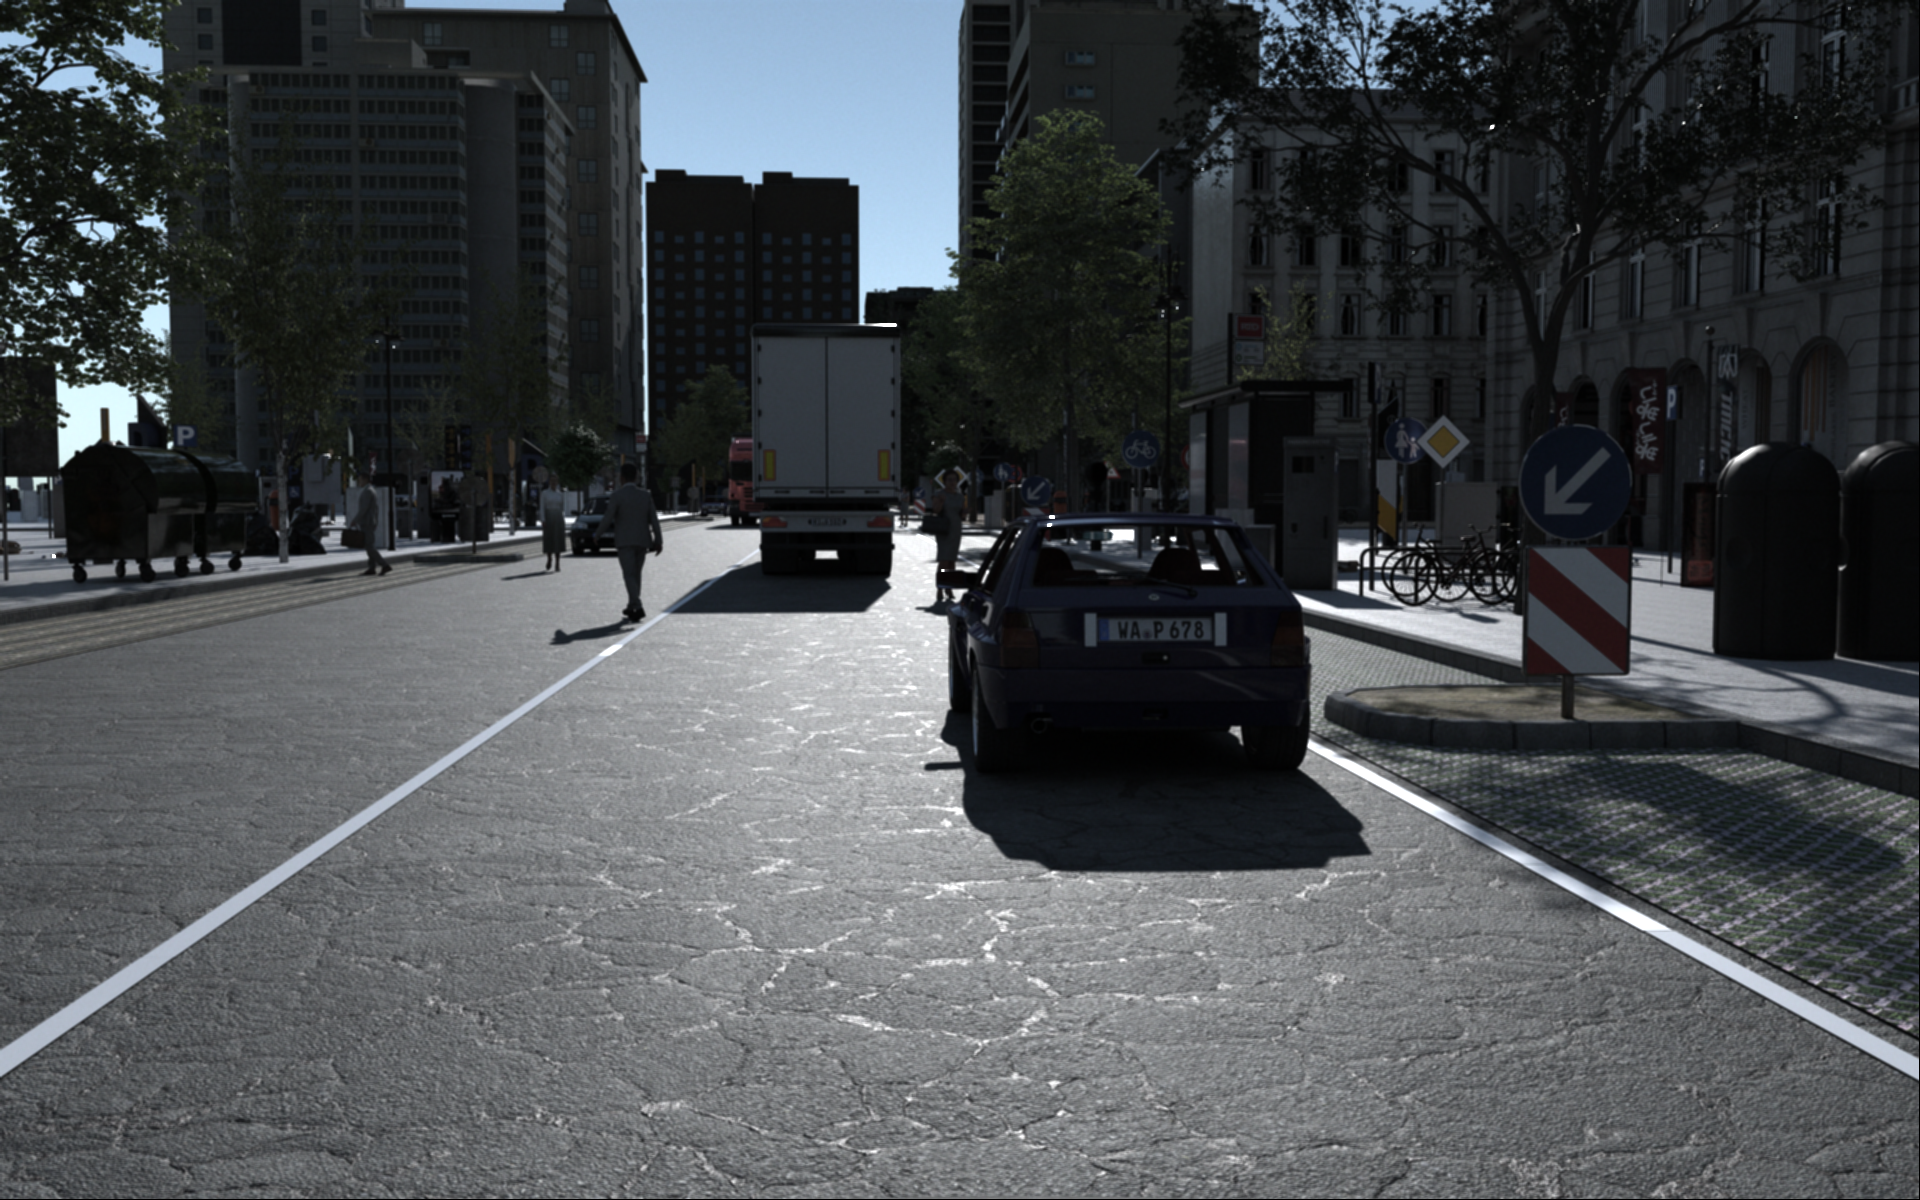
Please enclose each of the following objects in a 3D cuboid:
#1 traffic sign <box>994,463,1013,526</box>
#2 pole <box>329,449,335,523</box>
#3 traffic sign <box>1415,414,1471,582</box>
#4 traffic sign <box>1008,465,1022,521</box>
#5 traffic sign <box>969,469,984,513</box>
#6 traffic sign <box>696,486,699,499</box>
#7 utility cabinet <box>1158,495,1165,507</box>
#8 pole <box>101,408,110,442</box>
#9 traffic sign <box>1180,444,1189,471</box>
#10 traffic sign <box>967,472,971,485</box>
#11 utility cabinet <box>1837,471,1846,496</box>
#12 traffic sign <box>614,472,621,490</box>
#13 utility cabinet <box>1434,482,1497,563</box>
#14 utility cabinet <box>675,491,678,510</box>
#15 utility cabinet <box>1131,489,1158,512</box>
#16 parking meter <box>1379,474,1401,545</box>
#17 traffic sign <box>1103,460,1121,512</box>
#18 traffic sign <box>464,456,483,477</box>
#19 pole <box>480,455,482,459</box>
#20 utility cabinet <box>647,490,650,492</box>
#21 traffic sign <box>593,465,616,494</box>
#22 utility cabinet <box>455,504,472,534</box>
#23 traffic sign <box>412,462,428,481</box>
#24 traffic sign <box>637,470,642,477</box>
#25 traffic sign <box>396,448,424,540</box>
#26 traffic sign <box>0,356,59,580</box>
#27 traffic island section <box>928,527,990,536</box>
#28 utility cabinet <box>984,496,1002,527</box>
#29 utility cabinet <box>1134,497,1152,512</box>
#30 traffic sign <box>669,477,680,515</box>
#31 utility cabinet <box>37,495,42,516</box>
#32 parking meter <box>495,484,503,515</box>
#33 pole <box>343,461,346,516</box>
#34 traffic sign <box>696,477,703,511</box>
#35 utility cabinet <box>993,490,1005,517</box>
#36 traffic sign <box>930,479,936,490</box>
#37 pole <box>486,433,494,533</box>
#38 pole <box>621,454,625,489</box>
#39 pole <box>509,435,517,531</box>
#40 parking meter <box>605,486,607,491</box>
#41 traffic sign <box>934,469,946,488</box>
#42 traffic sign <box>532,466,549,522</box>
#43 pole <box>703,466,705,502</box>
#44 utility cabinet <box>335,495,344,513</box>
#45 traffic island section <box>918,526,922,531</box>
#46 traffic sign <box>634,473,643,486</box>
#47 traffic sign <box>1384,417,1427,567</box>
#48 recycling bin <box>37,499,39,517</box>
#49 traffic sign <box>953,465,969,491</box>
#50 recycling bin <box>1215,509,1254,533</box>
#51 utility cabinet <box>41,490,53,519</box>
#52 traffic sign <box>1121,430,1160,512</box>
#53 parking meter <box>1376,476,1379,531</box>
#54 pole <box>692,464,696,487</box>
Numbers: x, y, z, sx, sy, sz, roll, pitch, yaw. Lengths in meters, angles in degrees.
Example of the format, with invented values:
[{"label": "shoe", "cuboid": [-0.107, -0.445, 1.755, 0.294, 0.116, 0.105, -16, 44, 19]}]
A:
[{"label": "traffic sign", "cuboid": [1.743, -4.279, 70.061, 0.768, 2.556, 0.104, 0, 4, 0]}, {"label": "pole", "cuboid": [-28.308, -5.150, 78.042, 0.158, 3.312, 0.155, 0, 3, 0]}, {"label": "traffic sign", "cuboid": [6.988, -1.464, 25.116, 0.795, 2.450, 0.064, 0, 4, 2]}, {"label": "traffic sign", "cuboid": [2.324, -4.601, 75.332, 0.768, 2.556, 0.104, 0, 4, 1]}, {"label": "traffic sign", "cuboid": [0.837, -5.380, 88.068, 0.768, 2.556, 0.104, 0, 4, 1]}, {"label": "traffic sign", "cuboid": [-21.594, -8.731, 142.852, 0.768, 2.556, 0.104, 0, 4, -2]}, {"label": "utility cabinet", "cuboid": [10.118, -4.740, 88.658, 0.306, 1.237, 1.020, -3, 4, -38]}, {"label": "pole", "cuboid": [-20.277, -2.894, 41.157, 0.158, 3.312, 0.155, 0, 3, 0]}, {"label": "traffic sign", "cuboid": [5.739, -2.572, 42.163, 0.768, 2.556, 0.104, 0, 4, 1]}, {"label": "traffic sign", "cuboid": [0.650, -6.059, 99.175, 0.768, 2.556, 0.104, 0, 4, 5]}, {"label": "utility cabinet", "cuboid": [8.161, -0.513, 17.062, 0.318, 1.500, 1.173, -1, 4, -17]}, {"label": "traffic sign", "cuboid": [-19.990, -6.176, 101.082, 0.768, 2.556, 0.104, 0, 4, 3]}, {"label": "utility cabinet", "cuboid": [9.391, -1.437, 32.180, 1.173, 1.500, 0.318, -1, 4, -22]}, {"label": "utility cabinet", "cuboid": [-21.873, -7.703, 134.627, 0.318, 1.500, 1.173, -2, 4, -31]}, {"label": "utility cabinet", "cuboid": [7.600, -3.831, 71.314, 1.173, 1.500, 0.318, 3, 5, 44]}, {"label": "parking meter", "cuboid": [10.791, -2.299, 43.306, 0.399, 1.863, 0.255, 0, 4, -5]}, {"label": "traffic sign", "cuboid": [5.028, -3.601, 58.875, 0.884, 2.594, 0.081, 0, 4, -1]}, {"label": "traffic sign", "cuboid": [-16.424, -3.574, 58.546, 0.768, 2.556, 0.104, 0, 4, -2]}, {"label": "pole", "cuboid": [-25.124, -5.929, 90.783, 0.158, 3.312, 0.155, 0, 3, 0]}, {"label": "utility cabinet", "cuboid": [-18.148, -5.466, 98.053, 1.173, 1.500, 0.318, 0, 4, 6]}, {"label": "traffic sign", "cuboid": [-12.216, -3.420, 59.561, 0.795, 2.450, 0.064, 0, 4, -4]}, {"label": "utility cabinet", "cuboid": [-15.941, -2.757, 56.238, 1.020, 1.237, 0.306, 0, 4, -2]}, {"label": "traffic sign", "cuboid": [-17.285, -3.252, 55.301, 0.606, 2.300, 0.079, 0, 4, -2]}, {"label": "traffic sign", "cuboid": [-17.016, -5.529, 90.497, 0.768, 2.556, 0.104, 0, 4, 2]}, {"label": "traffic sign", "cuboid": [-15.171, -2.917, 47.804, 0.768, 2.556, 0.104, 0, 4, 1]}, {"label": "traffic sign", "cuboid": [-14.485, -1.942, 25.624, 2.265, 3.308, 0.079, 0, 4, 0]}, {"label": "traffic island section", "cuboid": [-0.075, -2.334, 60.443, 2.009, 0.180, 2.903, 0, 4, -4]}, {"label": "utility cabinet", "cuboid": [1.294, -3.482, 68.089, 0.306, 1.237, 1.020, 2, 4, 27]}, {"label": "utility cabinet", "cuboid": [4.201, -1.748, 39.740, 0.306, 1.237, 1.020, 0, 4, -2]}, {"label": "traffic sign", "cuboid": [-17.099, -6.216, 103.755, 0.606, 2.300, 0.079, 0, 4, 0]}, {"label": "utility cabinet", "cuboid": [-53.215, -5.422, 99.812, 1.020, 1.237, 0.306, 2, 4, 31]}, {"label": "parking meter", "cuboid": [-26.891, -5.826, 100.965, 0.399, 1.863, 0.255, -3, 5, -41]}, {"label": "pole", "cuboid": [-36.123, -6.597, 101.710, 0.158, 3.312, 0.155, 0, 3, 0]}, {"label": "traffic sign", "cuboid": [-19.278, -7.822, 127.991, 0.768, 2.556, 0.104, 0, 4, 0]}, {"label": "utility cabinet", "cuboid": [2.409, -5.242, 94.381, 1.173, 1.500, 0.318, 0, 4, 4]}, {"label": "traffic sign", "cuboid": [-1.668, -7.291, 119.318, 0.768, 2.556, 0.104, 0, 4, 4]}, {"label": "pole", "cuboid": [-15.618, -3.895, 57.522, 0.158, 3.312, 0.155, 0, 3, 0]}, {"label": "pole", "cuboid": [-17.071, -5.747, 87.813, 0.158, 3.312, 0.155, 0, 3, 0]}, {"label": "pole", "cuboid": [-15.319, -4.003, 59.292, 0.158, 3.312, 0.155, 0, 3, 0]}, {"label": "parking meter", "cuboid": [-22.100, -6.228, 107.543, 0.399, 1.863, 0.255, 3, 5, 40]}, {"label": "traffic sign", "cuboid": [-0.641, -3.956, 68.331, 0.795, 2.450, 0.064, 0, 4, -4]}, {"label": "traffic sign", "cuboid": [-19.064, -4.806, 78.682, 0.768, 2.556, 0.104, 0, 4, 5]}, {"label": "pole", "cuboid": [-18.878, -8.182, 127.617, 0.158, 3.312, 0.155, 0, 3, 0]}, {"label": "utility cabinet", "cuboid": [-42.050, -6.526, 117.854, 1.020, 1.237, 0.306, 1, 4, 17]}, {"label": "traffic island section", "cuboid": [-0.618, -2.821, 68.409, 2.009, 0.180, 2.903, 0, 4, -4]}, {"label": "traffic sign", "cuboid": [-12.759, -3.907, 67.528, 0.795, 2.450, 0.064, 0, 4, -4]}, {"label": "traffic sign", "cuboid": [7.425, -1.760, 28.879, 0.768, 2.556, 0.104, 0, 4, -4]}, {"label": "recycling bin", "cuboid": [-51.939, -5.147, 96.704, 0.722, 1.027, 0.722, -3, 5, -40]}, {"label": "traffic sign", "cuboid": [-0.098, -3.469, 60.364, 0.795, 2.450, 0.064, 0, 4, -4]}, {"label": "recycling bin", "cuboid": [4.824, -1.063, 29.937, 0.722, 1.027, 0.722, 0, 4, -3]}, {"label": "utility cabinet", "cuboid": [-46.836, -4.949, 89.595, 1.173, 1.500, 0.318, -3, 4, -38]}, {"label": "traffic sign", "cuboid": [3.575, -2.094, 34.345, 0.768, 2.556, 0.104, 0, 4, 2]}, {"label": "parking meter", "cuboid": [13.850, -3.159, 57.368, 0.399, 1.863, 0.255, -2, 4, -29]}, {"label": "pole", "cuboid": [-17.915, -7.512, 116.669, 0.158, 3.312, 0.155, 0, 3, 0]}]
